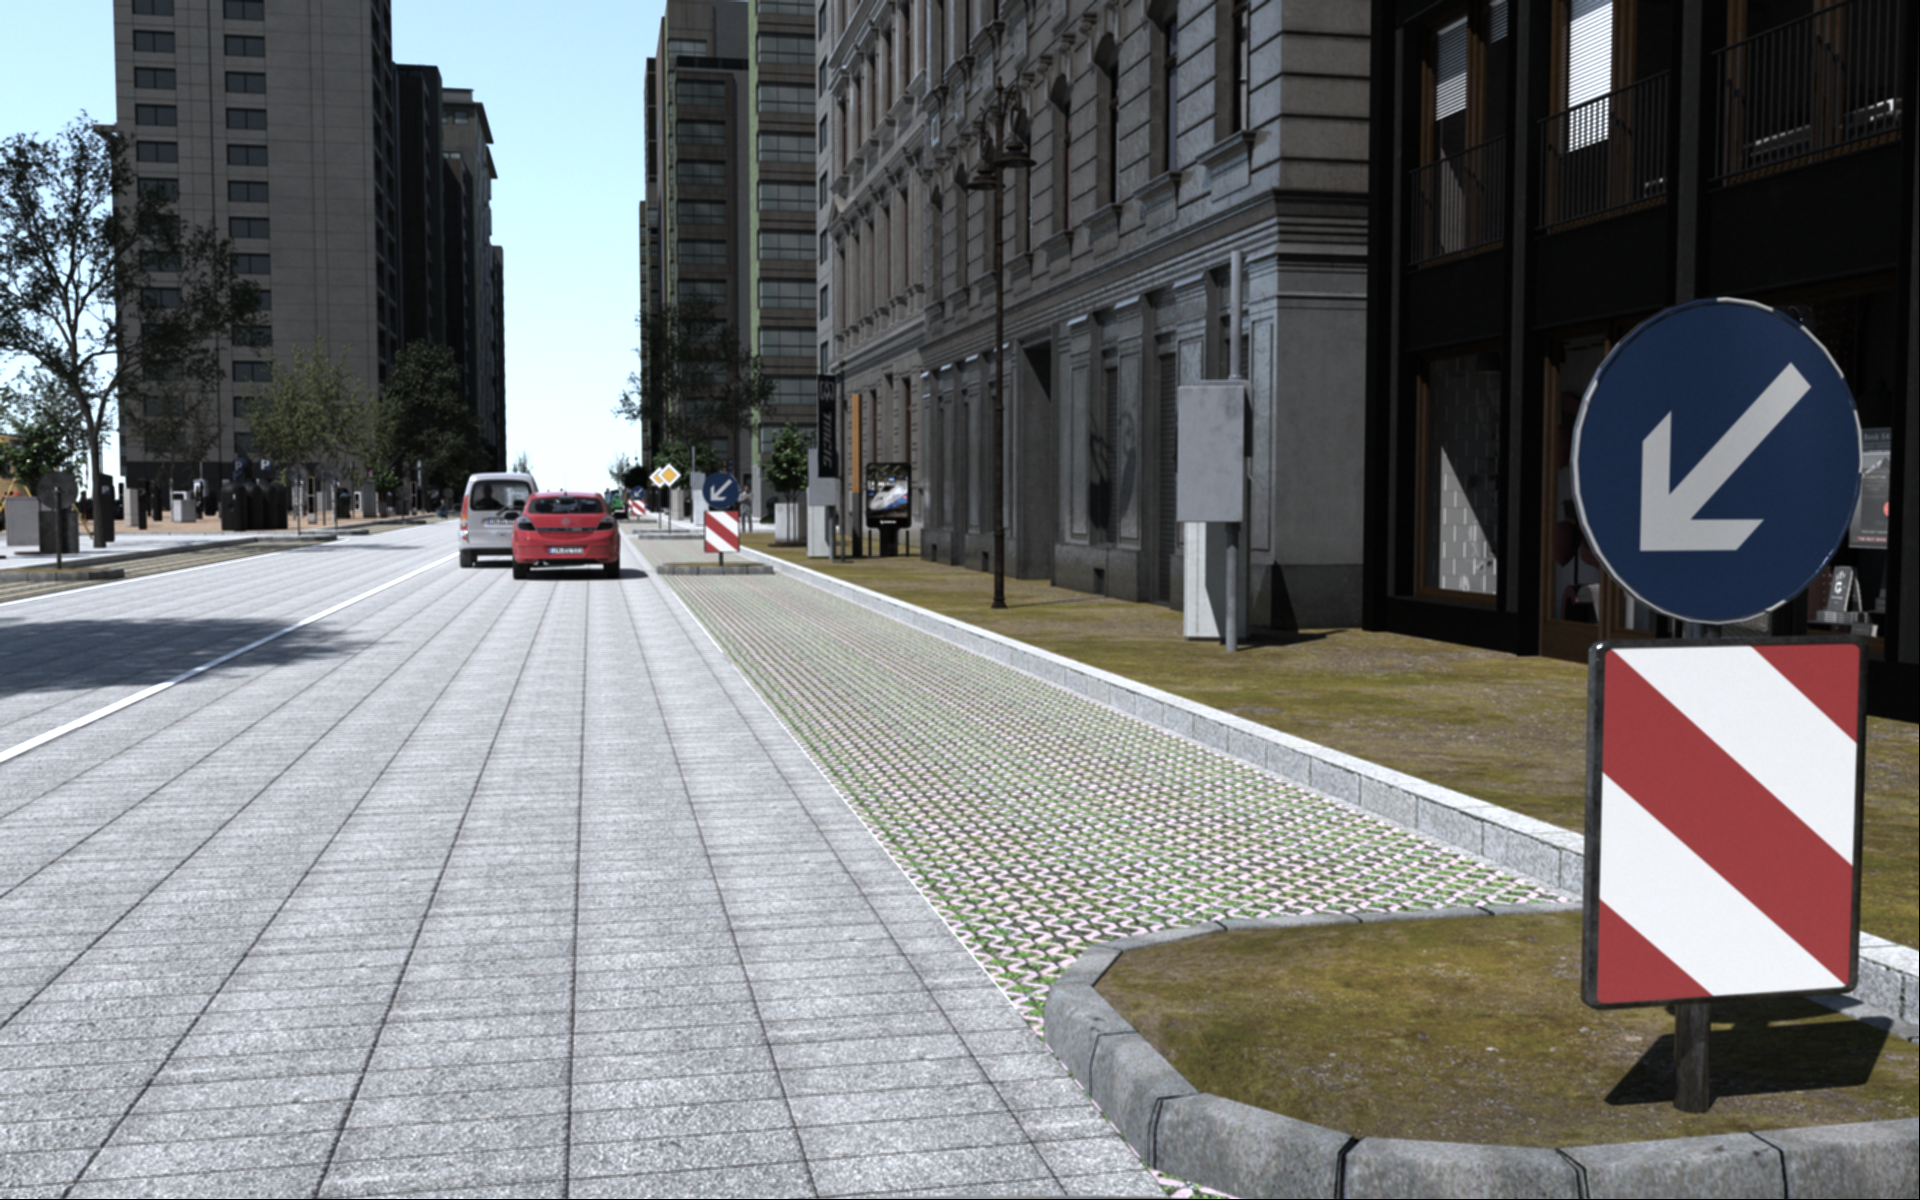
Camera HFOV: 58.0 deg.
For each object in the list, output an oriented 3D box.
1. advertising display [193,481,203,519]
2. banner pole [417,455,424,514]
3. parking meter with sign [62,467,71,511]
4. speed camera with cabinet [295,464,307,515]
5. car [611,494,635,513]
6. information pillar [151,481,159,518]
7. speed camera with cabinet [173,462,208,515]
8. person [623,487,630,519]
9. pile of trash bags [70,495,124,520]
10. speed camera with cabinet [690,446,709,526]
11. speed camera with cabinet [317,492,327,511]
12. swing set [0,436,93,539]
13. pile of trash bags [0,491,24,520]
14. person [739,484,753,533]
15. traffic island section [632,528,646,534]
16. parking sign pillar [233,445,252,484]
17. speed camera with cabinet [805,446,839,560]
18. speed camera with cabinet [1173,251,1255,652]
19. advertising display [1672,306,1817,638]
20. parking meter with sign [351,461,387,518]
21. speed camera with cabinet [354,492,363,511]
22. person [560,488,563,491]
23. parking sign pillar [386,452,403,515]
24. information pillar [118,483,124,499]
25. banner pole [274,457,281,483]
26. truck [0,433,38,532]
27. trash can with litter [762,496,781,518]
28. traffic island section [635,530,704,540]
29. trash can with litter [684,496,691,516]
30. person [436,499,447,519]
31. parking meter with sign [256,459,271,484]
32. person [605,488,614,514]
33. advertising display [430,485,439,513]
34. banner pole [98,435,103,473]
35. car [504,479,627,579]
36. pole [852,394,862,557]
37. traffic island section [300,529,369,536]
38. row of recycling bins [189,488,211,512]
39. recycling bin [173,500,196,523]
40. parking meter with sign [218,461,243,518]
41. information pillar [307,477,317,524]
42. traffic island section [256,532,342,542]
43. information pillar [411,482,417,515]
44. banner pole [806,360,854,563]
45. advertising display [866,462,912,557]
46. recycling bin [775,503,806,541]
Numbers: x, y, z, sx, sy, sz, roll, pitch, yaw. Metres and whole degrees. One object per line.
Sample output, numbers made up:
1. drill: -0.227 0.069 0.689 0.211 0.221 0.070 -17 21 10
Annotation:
1. advertising display: -38.782 -5.076 88.199 0.123 1.923 0.974 -3 5 -43
2. banner pole: -34.314 -7.353 110.232 0.863 3.779 0.401 3 5 42
3. parking meter with sign: -51.576 -6.327 99.699 0.543 3.016 1.738 -1 4 -13
4. speed camera with cabinet: -40.361 -6.819 105.818 0.660 3.252 2.038 -1 4 -14
5. car: -26.096 -7.660 134.034 1.959 1.807 4.718 -1 4 -12
6. information pillar: -43.662 -5.473 93.973 0.304 2.012 0.304 3 5 40
7. speed camera with cabinet: -47.296 -6.847 106.289 2.038 3.252 0.660 0 4 -2
8. person: -18.872 -5.470 97.850 0.656 1.842 0.836 2 4 32
9. pile of trash bags: -41.860 -4.653 85.833 3.447 1.369 1.912 1 4 17
10. speed camera with cabinet: -10.655 -4.688 70.989 0.660 3.252 2.038 -1 4 -14
11. speed camera with cabinet: -48.491 -8.265 129.468 2.038 3.252 0.660 -3 4 -37
12. swing set: -25.943 -3.059 47.632 2.862 2.851 3.119 0 4 -8
13. pile of trash bags: -28.760 -2.501 50.651 3.447 1.369 1.912 1 4 17
14. person: -7.536 -3.198 60.972 0.511 1.800 0.466 0 4 -7
15. traffic island section: -10.956 -2.515 63.400 2.009 0.180 2.903 -1 4 -12
16. parking sign pillar: -38.997 -6.463 94.150 1.447 3.967 1.447 3 5 41
17. speed camera with cabinet: -2.752 -2.445 34.308 0.660 3.252 2.038 0 4 -6
18. speed camera with cabinet: 2.211 -1.258 14.909 0.660 3.252 2.038 1 4 12
19. advertising display: 2.853 -0.071 6.370 0.123 1.923 0.974 0 4 3
20. parking meter with sign: -31.550 -5.887 92.515 1.738 3.016 0.543 -2 4 -24
21. speed camera with cabinet: -45.551 -8.441 132.340 2.038 3.252 0.660 3 5 43
22. person: -27.896 -6.906 121.423 0.388 1.821 0.555 2 4 23
23. parking sign pillar: -35.638 -7.382 109.168 1.447 3.967 1.447 1 4 13
24. information pillar: -53.824 -6.526 111.193 0.304 2.012 0.304 -1 4 -18
25. banner pole: -41.936 -7.130 106.585 0.401 3.779 0.863 1 4 9
26. truck: -33.262 -3.564 54.198 9.791 3.379 3.469 -1 4 -12
27. trash can with litter: -8.884 -4.270 81.196 0.624 1.170 1.055 2 4 26
28. traffic island section: -9.295 -2.037 55.589 2.009 0.180 2.903 -1 4 -12
29. trash can with litter: -15.803 -5.315 98.287 1.055 1.170 0.624 0 4 -2
30. person: -30.001 -5.262 100.027 0.738 1.151 1.012 0 4 4
31. parking meter with sign: -35.060 -5.555 87.081 0.543 3.016 1.738 -2 4 -31
32. person: -20.817 -5.746 102.786 0.601 1.785 0.444 3 4 38
33. advertising display: -36.512 -7.034 120.225 0.123 1.923 0.974 1 4 22
34. banner pole: -36.530 -5.108 73.535 0.401 3.779 0.863 0 4 -3
35. car: -6.979 -1.325 30.697 2.155 1.783 4.494 -1 4 -13
36. pole: -2.106 -2.546 35.474 0.158 3.312 0.155 0 3 0
37. traffic island section: -22.002 -2.372 61.065 2.009 0.180 2.903 -1 4 -12
38. row of recycling bins: -54.991 -7.266 125.915 1.069 1.692 3.534 0 4 -1
39. recycling bin: -34.825 -3.990 77.785 0.722 1.027 0.722 3 5 40
40. parking meter with sign: -38.533 -5.818 91.387 1.738 3.016 0.543 2 4 35
41. information pillar: -27.850 -4.279 74.448 0.304 2.012 0.304 0 4 -3
42. traffic island section: -20.341 -1.894 53.254 2.009 0.180 2.903 -1 4 -12
43. information pillar: -32.829 -6.095 104.149 0.304 2.012 0.304 -1 4 -14
44. banner pole: -2.346 -2.577 32.156 0.401 3.779 0.863 3 5 41
45. advertising display: -1.457 -1.847 35.406 0.974 1.923 0.123 1 4 23
46. recycling bin: -4.646 -2.151 47.723 0.722 1.027 0.722 1 4 17
